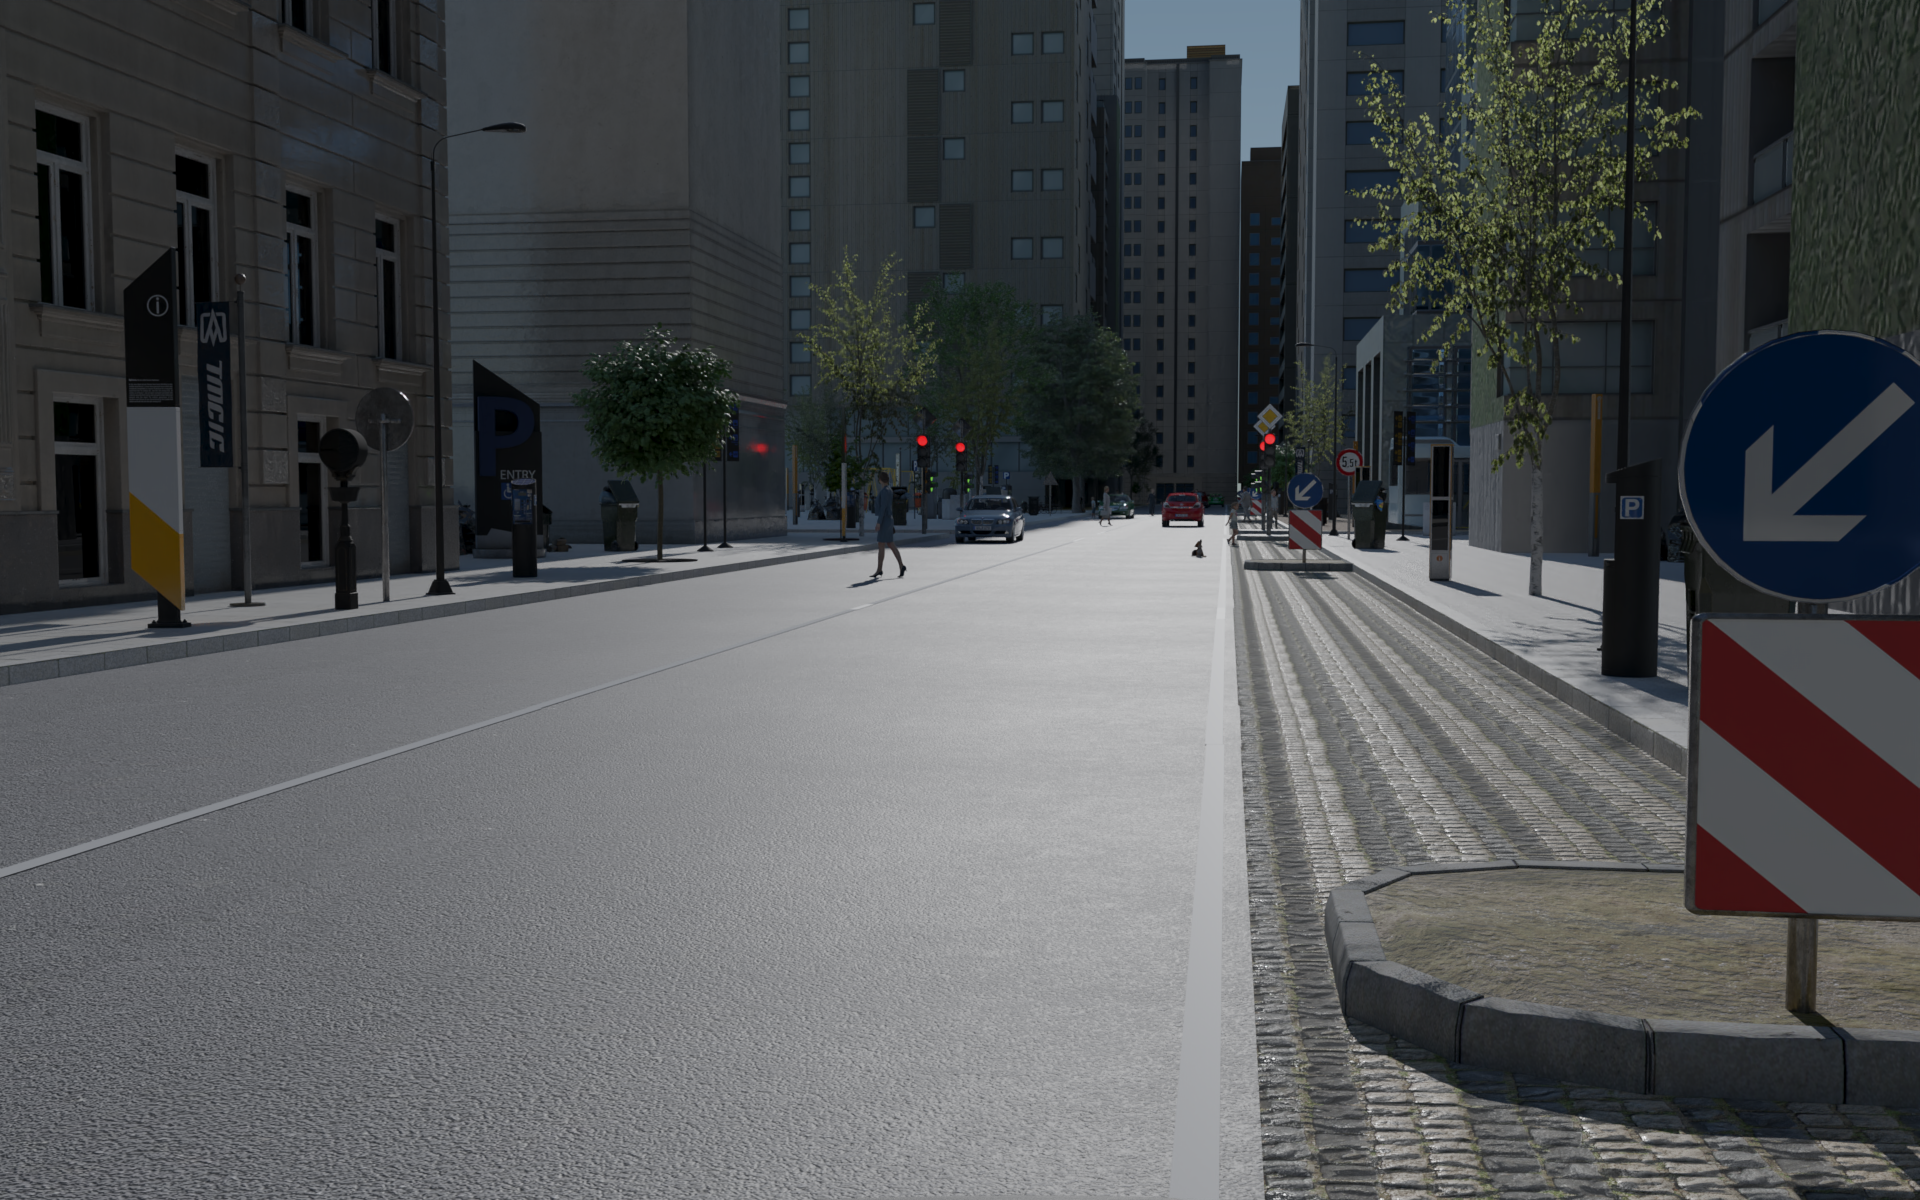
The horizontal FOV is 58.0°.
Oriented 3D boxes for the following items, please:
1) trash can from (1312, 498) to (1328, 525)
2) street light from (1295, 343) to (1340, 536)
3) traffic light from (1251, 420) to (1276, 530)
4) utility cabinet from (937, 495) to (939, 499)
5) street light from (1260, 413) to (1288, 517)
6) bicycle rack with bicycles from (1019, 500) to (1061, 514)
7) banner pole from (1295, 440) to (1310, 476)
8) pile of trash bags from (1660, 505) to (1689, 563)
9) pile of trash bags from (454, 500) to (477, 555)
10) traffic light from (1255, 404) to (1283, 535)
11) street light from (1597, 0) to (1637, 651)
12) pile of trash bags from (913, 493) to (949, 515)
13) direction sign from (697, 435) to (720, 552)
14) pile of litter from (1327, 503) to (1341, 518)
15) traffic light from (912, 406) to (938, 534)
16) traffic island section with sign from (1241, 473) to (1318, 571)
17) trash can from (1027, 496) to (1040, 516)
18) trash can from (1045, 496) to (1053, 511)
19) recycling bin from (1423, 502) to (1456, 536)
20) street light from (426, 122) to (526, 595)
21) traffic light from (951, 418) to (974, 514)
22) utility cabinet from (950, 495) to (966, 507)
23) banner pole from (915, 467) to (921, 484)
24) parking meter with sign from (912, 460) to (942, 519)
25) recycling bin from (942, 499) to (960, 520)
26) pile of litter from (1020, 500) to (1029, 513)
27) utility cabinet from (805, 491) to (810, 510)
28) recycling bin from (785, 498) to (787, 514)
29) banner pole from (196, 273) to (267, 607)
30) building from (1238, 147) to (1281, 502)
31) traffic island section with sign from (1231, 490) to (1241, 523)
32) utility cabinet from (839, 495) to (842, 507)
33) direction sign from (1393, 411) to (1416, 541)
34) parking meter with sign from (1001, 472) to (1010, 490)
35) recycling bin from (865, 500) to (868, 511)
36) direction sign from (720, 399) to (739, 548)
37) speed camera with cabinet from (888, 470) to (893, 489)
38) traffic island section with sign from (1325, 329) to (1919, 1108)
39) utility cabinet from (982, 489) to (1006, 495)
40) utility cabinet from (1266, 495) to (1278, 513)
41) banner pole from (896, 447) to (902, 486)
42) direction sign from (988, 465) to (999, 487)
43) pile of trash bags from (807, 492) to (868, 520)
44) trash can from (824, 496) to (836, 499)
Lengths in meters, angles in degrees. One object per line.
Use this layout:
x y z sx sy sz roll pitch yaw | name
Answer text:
14.724 -3.625 70.914 0.748 1.137 0.748 0 3 0 | trash can
10.982 -4.936 53.240 1.470 5.913 1.316 1 4 9 | street light
10.817 -4.454 61.745 0.839 4.253 0.868 1 4 9 | traffic light
-2.145 -7.556 134.704 1.020 1.237 0.306 0 4 5 | utility cabinet
17.580 -7.568 96.284 1.470 5.913 1.316 1 4 9 | street light
5.127 -6.008 111.610 2.925 0.926 2.852 -1 4 -22 | bicycle rack with bicycles
15.968 -5.537 80.548 0.863 3.779 0.401 1 4 20 | banner pole
14.681 -1.444 33.356 3.447 1.369 1.912 -1 4 -13 | pile of trash bags
-11.881 -1.677 37.168 3.447 1.369 1.912 1 4 23 | pile of trash bags
9.600 -3.971 53.853 0.839 4.253 0.868 1 4 9 | traffic light
4.869 -2.543 14.113 1.470 5.913 1.316 1 4 9 | street light
-1.786 -5.922 106.571 1.912 1.369 3.447 2 4 33 | pile of trash bags
-5.688 -2.848 38.570 0.379 3.537 0.876 -1 4 -20 | direction sign
20.083 -4.939 94.720 1.719 0.858 1.176 0 4 8 | pile of litter
-1.137 -4.071 55.486 0.839 4.253 0.868 1 4 9 | traffic light
6.413 -1.485 32.910 1.989 1.847 2.006 1 4 9 | traffic island section with sign
4.402 -5.618 103.511 0.748 1.137 0.748 0 3 0 | trash can
6.739 -7.320 131.332 0.748 1.137 0.748 0 3 0 | trash can
14.770 -2.496 53.356 0.722 1.027 0.722 -2 4 -35 | recycling bin
-6.105 -3.017 21.868 1.470 5.913 1.316 1 4 9 | street light
0.080 -4.554 63.379 0.839 4.253 0.868 1 4 9 | traffic light
-0.123 -6.349 114.972 1.020 1.237 0.306 0 4 8 | utility cabinet
-3.181 -8.646 131.379 0.863 3.779 0.401 2 4 33 | banner pole
-1.565 -5.693 89.347 1.738 3.016 0.543 1 4 19 | parking meter with sign
-0.415 -4.544 86.848 0.722 1.027 0.722 -3 4 -36 | recycling bin
4.628 -6.354 117.845 1.176 0.858 1.719 2 4 33 | pile of litter
-12.057 -7.812 136.405 0.318 1.500 1.173 -1 4 -12 | utility cabinet
-11.581 -6.043 111.349 0.722 1.027 0.722 1 4 13 | recycling bin
-8.388 -1.824 19.838 0.863 3.779 0.401 1 4 19 | banner pole
43.658 -35.217 225.905 14.200 45.320 14.600 1 4 9 | building
14.632 -4.748 86.261 1.989 1.847 2.006 1 4 9 | traffic island section with sign
-8.406 -6.815 122.581 0.306 1.237 1.020 0 4 -5 | utility cabinet
12.164 -3.392 47.460 0.876 3.537 0.379 -3 4 -36 | direction sign
3.502 -8.601 136.879 0.543 3.016 1.738 1 4 13 | parking meter with sign
-7.281 -7.118 128.930 0.722 1.027 0.722 -2 4 -29 | recycling bin
-5.602 -3.009 41.188 0.379 3.537 0.876 3 5 43 | direction sign
-5.028 -8.861 139.205 0.660 3.252 2.038 -3 5 -44 | speed camera with cabinet
2.098 0.223 4.984 1.989 1.847 2.006 1 4 9 | traffic island section with sign
1.440 -4.460 81.599 1.173 1.500 0.318 2 4 25 | utility cabinet
21.312 -6.541 118.106 0.306 1.237 1.020 -2 4 -25 | utility cabinet
-3.293 -6.312 93.222 0.401 3.779 0.863 -2 4 -25 | banner pole
2.594 -8.744 134.959 0.876 3.537 0.379 2 4 23 | direction sign
-5.866 -4.675 86.184 1.912 1.369 3.447 3 5 41 | pile of trash bags
-7.994 -5.816 106.747 0.748 1.137 0.748 0 3 0 | trash can
